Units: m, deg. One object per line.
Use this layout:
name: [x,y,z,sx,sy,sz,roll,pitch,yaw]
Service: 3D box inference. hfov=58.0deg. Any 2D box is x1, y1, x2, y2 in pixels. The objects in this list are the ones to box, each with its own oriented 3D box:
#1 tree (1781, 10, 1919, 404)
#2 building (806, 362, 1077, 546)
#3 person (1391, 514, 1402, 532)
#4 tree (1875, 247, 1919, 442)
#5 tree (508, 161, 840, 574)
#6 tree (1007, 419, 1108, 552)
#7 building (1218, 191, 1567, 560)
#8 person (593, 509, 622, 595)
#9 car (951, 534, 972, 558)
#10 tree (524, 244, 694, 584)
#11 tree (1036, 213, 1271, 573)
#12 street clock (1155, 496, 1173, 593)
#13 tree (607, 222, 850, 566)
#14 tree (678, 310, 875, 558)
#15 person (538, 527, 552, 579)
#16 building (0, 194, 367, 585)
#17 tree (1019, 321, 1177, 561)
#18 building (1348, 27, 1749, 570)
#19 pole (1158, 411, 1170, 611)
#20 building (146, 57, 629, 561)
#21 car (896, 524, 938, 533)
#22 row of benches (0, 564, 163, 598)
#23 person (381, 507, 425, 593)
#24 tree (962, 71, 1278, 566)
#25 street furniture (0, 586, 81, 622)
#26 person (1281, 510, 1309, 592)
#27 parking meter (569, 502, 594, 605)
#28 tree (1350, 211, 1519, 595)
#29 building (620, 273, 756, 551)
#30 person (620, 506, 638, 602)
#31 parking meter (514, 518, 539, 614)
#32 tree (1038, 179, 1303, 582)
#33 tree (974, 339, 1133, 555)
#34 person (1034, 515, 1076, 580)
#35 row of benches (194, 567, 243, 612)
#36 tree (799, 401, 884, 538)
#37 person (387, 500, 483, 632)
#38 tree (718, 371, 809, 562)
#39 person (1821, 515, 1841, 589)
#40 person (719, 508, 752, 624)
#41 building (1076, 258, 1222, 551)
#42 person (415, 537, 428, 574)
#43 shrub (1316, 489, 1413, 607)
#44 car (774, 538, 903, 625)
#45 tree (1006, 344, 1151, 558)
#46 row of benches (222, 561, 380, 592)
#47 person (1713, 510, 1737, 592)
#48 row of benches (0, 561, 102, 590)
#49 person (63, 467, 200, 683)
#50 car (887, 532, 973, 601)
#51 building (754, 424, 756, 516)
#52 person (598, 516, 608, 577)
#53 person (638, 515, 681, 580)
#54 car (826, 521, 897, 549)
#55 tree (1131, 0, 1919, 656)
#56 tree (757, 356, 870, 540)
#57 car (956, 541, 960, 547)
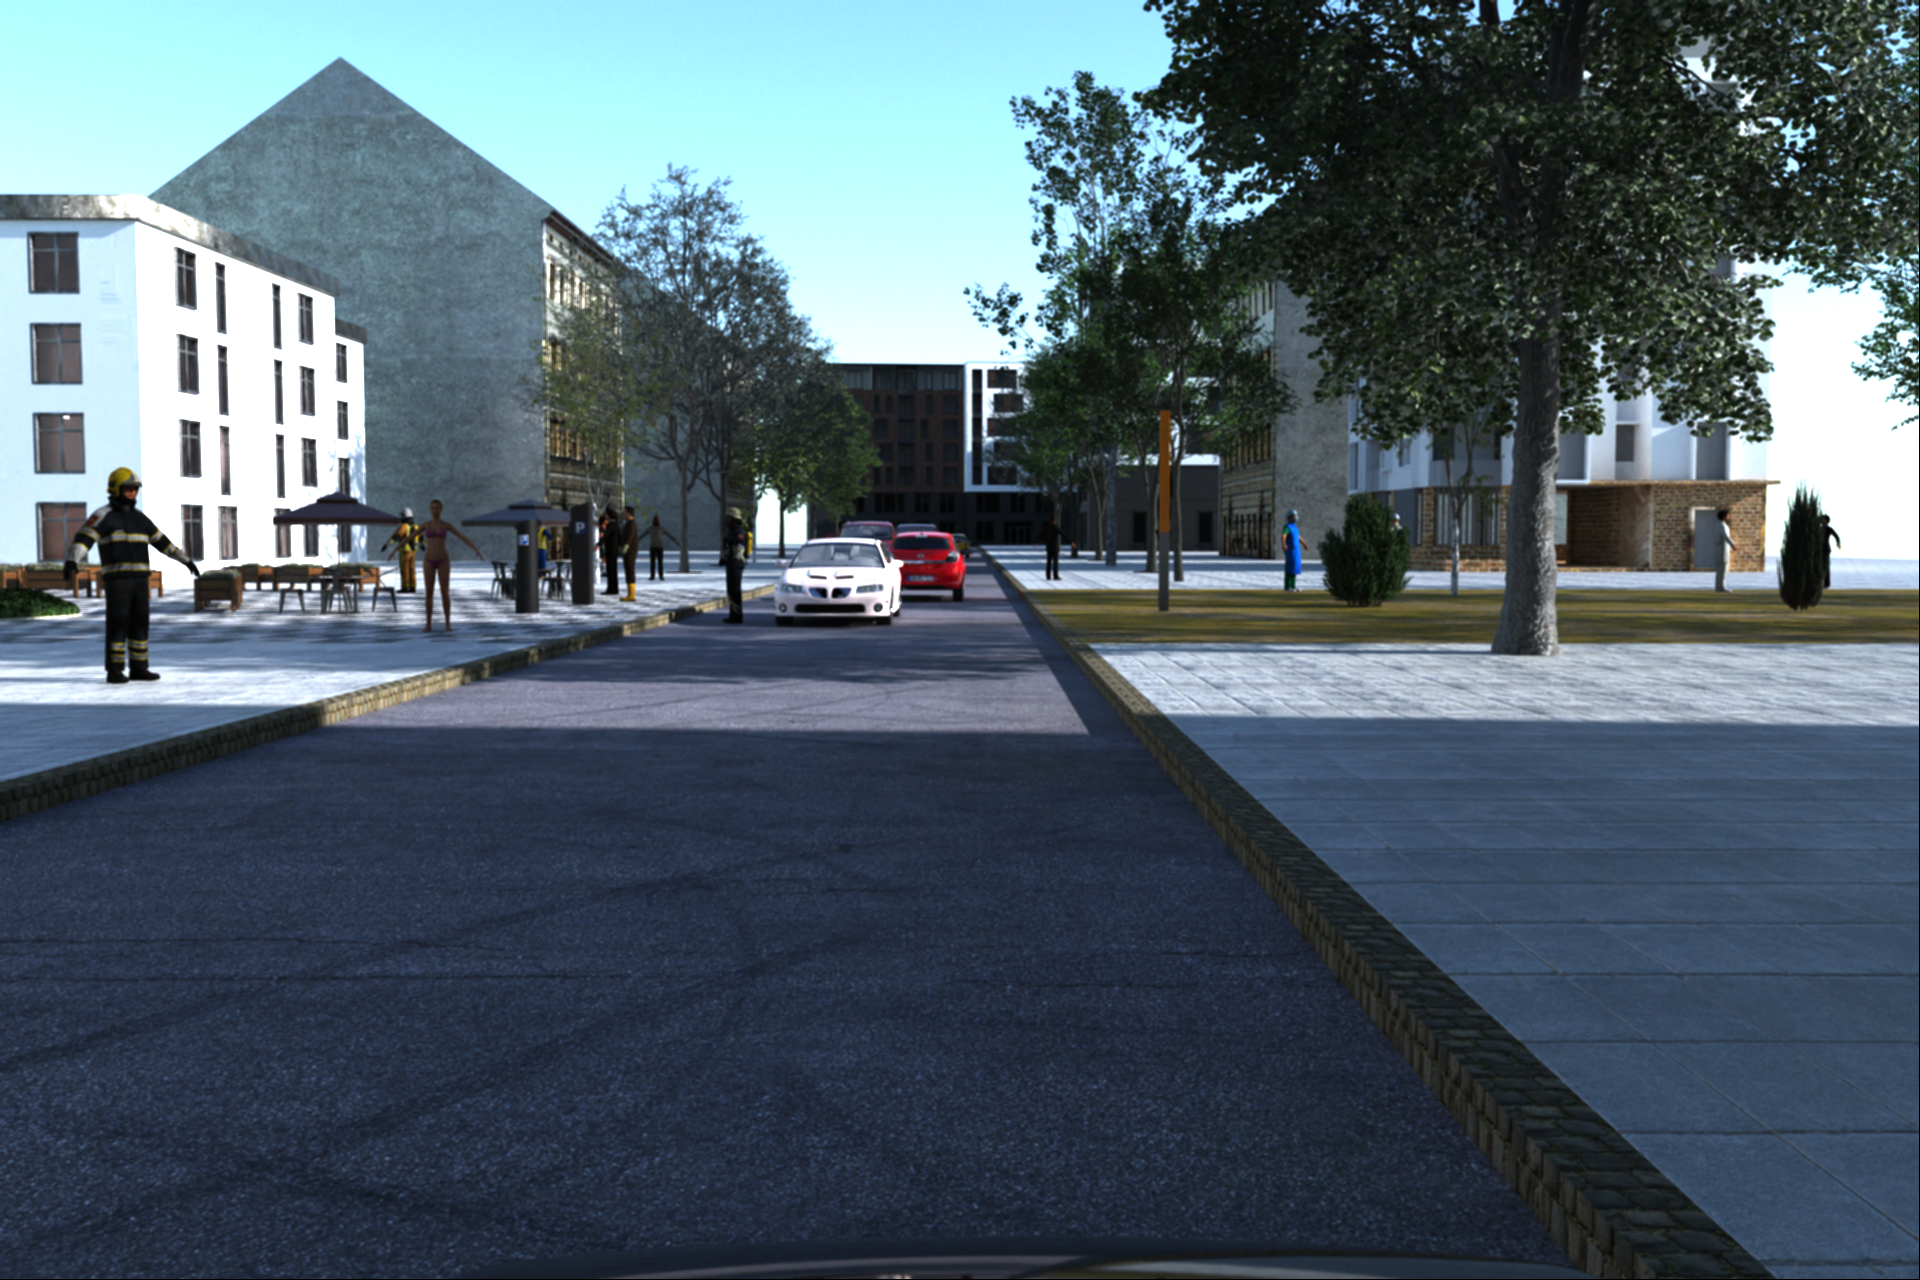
tree: [19.352,-6.508,32.158,9.928,11.665,9.643,0,3,0]
building: [-2.794,-22.684,217.318,32.646,21.610,27.936,0,4,-6]
person: [12.118,-2.600,48.370,1.347,1.847,0.705,-3,4,-36]
tree: [23.067,-5.474,39.861,4.737,8.622,4.395,0,3,0]
tree: [-9.016,-8.946,56.630,12.009,13.543,11.850,0,3,0]
tree: [7.121,-11.407,120.910,8.767,10.594,7.601,3,4,37]
building: [24.624,-16.038,93.157,19.493,23.208,18.063,0,4,0]
person: [-7.397,-1.861,36.621,0.705,1.806,1.347,1,4,10]
car: [-0.284,-5.817,105.323,2.015,1.641,3.980,0,4,-1]
tree: [-9.495,-5.762,44.572,4.360,8.622,3.978,0,3,0]
tree: [6.282,-8.022,56.915,9.928,11.665,9.643,0,3,0]
street clock: [3.877,-1.734,32.923,0.358,2.002,0.471,0,4,0]
tree: [-9.613,-9.705,69.048,12.009,13.543,11.850,0,3,0]
tree: [-9.477,-11.138,92.478,12.009,13.543,11.850,0,3,0]
person: [-12.103,-2.643,49.676,1.216,1.772,0.721,3,4,36]
building: [-24.914,-7.023,56.971,9.099,9.664,28.070,0,4,0]
tree: [6.675,-9.586,82.489,9.928,11.665,9.643,0,3,0]
building: [21.329,-13.120,70.939,16.016,20.090,11.380,0,3,0]
pole: [3.385,-2.132,28.710,0.158,3.312,0.155,0,3,0]
building: [-28.516,-15.809,89.404,19.493,23.208,18.063,0,3,0]
car: [-1.597,-3.366,63.704,2.281,1.827,5.304,0,4,0]
row of benches: [-18.291,-1.192,34.949,4.104,0.672,1.422,0,4,-1]
person: [-12.042,-1.950,37.652,0.705,1.858,1.354,1,4,22]
tree: [6.545,-13.070,69.577,12.611,20.169,13.585,0,3,0]
street furniture: [-16.318,-0.461,23.169,5.734,0.657,10.072,0,4,5]
person: [7.390,-1.977,38.456,0.704,1.817,1.347,2,4,33]
parking meter: [-6.878,-1.575,31.463,0.399,1.863,0.255,0,4,1]
tree: [10.636,-5.264,36.426,4.360,8.622,3.978,0,3,0]
building: [-27.447,-19.121,143.554,19.493,23.208,18.063,0,4,1]
person: [-6.325,-1.641,32.961,0.704,1.812,1.346,-1,4,-11]
parking meter: [-7.015,-1.201,28.043,0.372,1.533,0.369,0,3,0]
tree: [5.594,-6.856,46.506,7.601,10.594,8.767,-1,4,-18]
tree: [5.975,-12.132,108.729,12.009,13.543,11.850,0,3,0]
person: [2.604,-2.578,48.382,1.346,1.802,0.704,2,4,35]
row of benches: [-13.041,-0.921,30.526,1.422,0.672,4.104,-1,4,-21]
tree: [-9.045,-12.253,126.093,9.928,11.665,9.643,0,3,0]
person: [-6.892,-0.977,22.780,1.217,1.733,0.721,-1,4,-9]
tree: [-9.180,-7.827,78.342,4.737,8.622,4.395,0,3,0]
person: [20.264,-2.083,40.784,0.721,1.740,1.216,-1,4,-18]
person: [-3.658,-1.199,27.837,0.705,1.856,1.354,-1,4,-17]
building: [23.573,-18.398,144.787,27.936,21.610,32.646,0,3,0]
person: [-17.593,-2.993,55.205,1.348,1.796,0.705,0,4,-5]
shrub: [7.143,-1.624,30.594,1.661,2.075,1.752,0,3,0]
car: [-1.965,-1.003,28.756,2.083,1.381,4.827,0,4,1]
tree: [6.226,-10.180,92.204,9.928,11.665,9.643,0,3,0]
row of benches: [-14.821,-1.446,39.098,4.104,0.672,1.422,1,4,22]
person: [16.927,-1.969,38.385,0.705,1.806,1.347,1,4,10]
row of benches: [-20.752,-1.440,39.004,1.422,0.672,4.104,1,4,11]
person: [-7.215,-0.566,15.017,0.704,1.858,1.351,2,4,25]
car: [-0.795,-1.794,38.368,2.155,1.783,4.494,0,4,1]
building: [-26.397,-19.032,167.587,16.016,20.090,11.380,0,4,1]
person: [-10.633,-2.795,51.843,0.704,1.843,1.345,0,4,-6]
person: [-8.447,-2.572,48.175,1.348,1.813,0.705,0,4,-4]
car: [-2.702,-2.562,50.556,2.281,1.827,5.304,0,4,0]
tree: [6.141,-6.829,18.309,9.857,13.997,8.962,0,3,0]
tree: [-9.819,-11.783,110.777,7.486,12.596,7.792,0,3,0]
car: [-1.065,-5.031,94.047,2.131,1.459,4.920,0,4,1]
